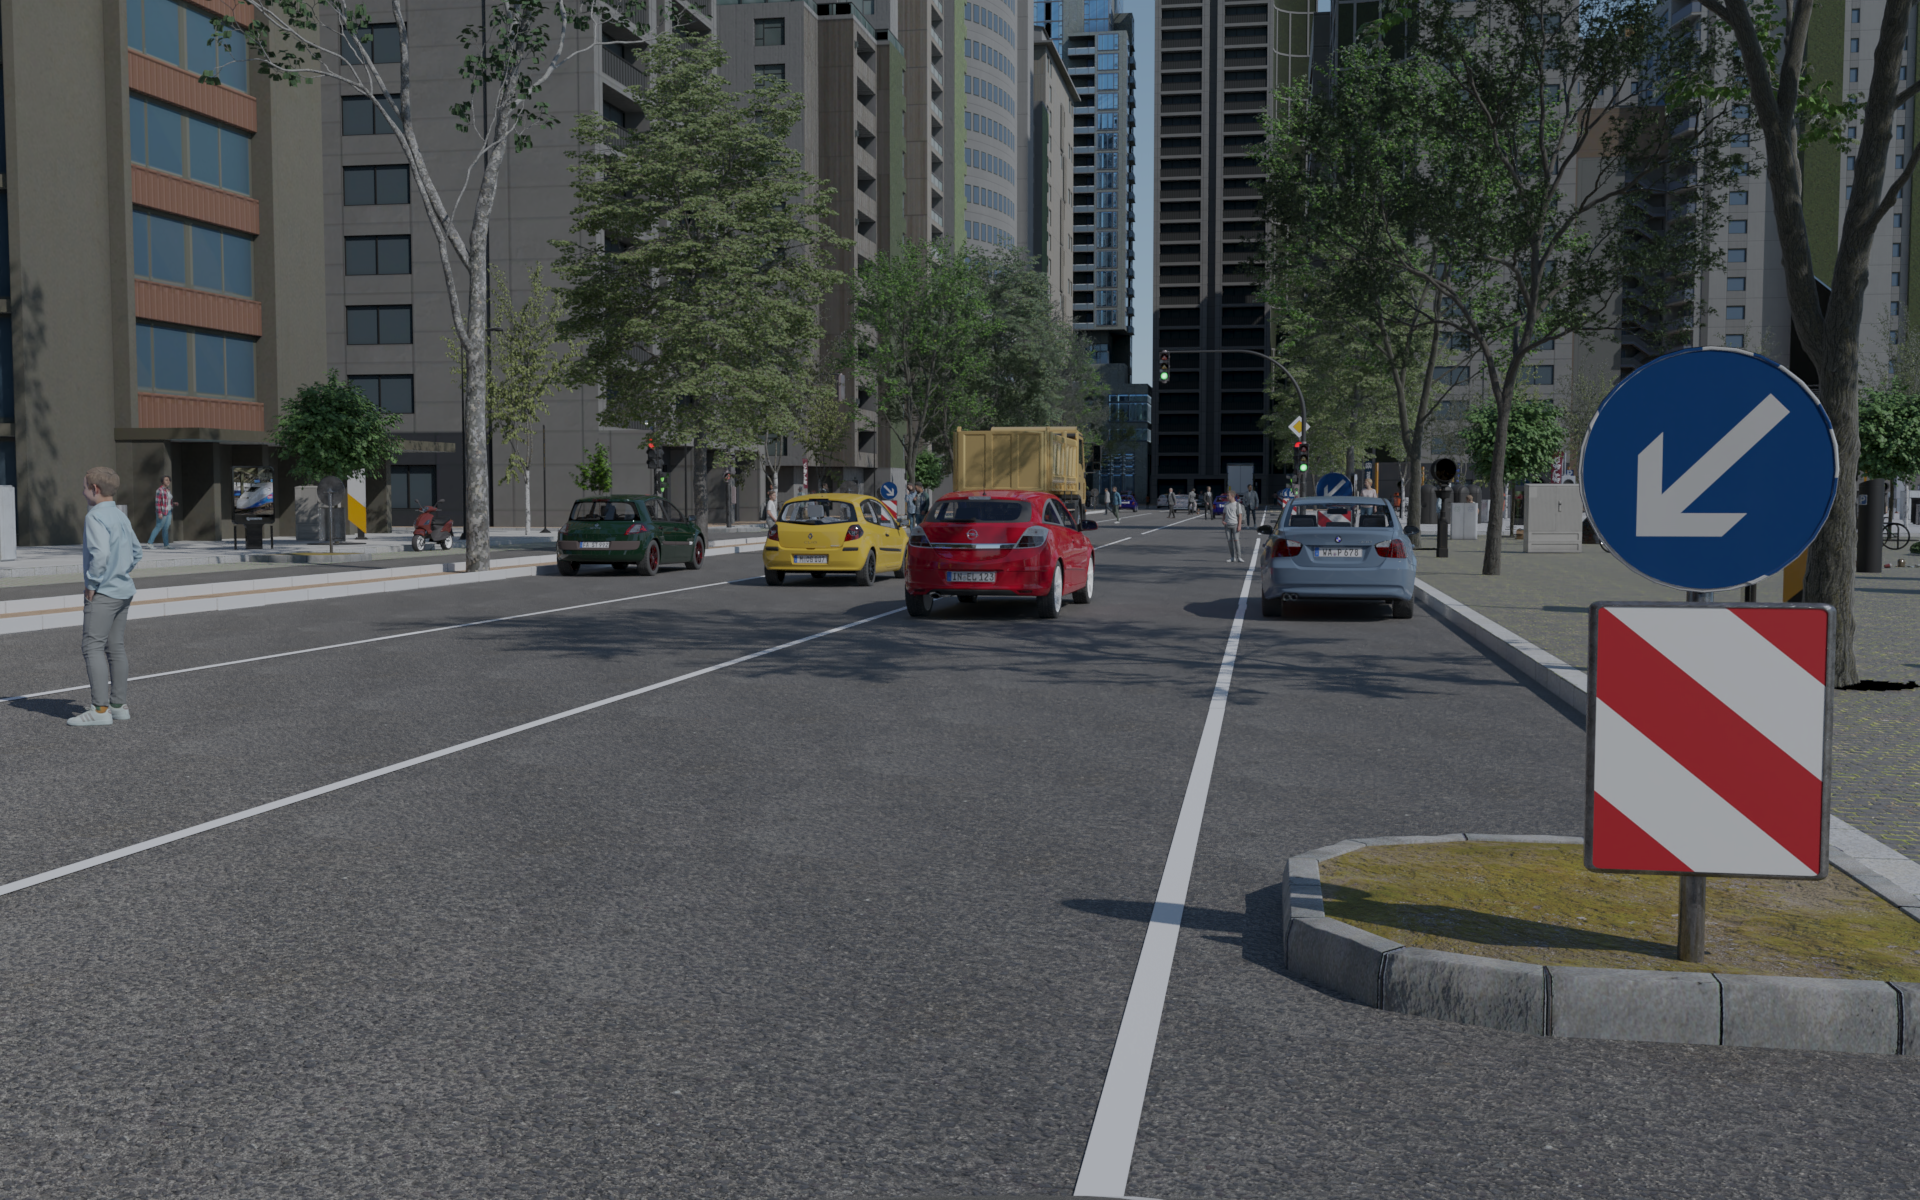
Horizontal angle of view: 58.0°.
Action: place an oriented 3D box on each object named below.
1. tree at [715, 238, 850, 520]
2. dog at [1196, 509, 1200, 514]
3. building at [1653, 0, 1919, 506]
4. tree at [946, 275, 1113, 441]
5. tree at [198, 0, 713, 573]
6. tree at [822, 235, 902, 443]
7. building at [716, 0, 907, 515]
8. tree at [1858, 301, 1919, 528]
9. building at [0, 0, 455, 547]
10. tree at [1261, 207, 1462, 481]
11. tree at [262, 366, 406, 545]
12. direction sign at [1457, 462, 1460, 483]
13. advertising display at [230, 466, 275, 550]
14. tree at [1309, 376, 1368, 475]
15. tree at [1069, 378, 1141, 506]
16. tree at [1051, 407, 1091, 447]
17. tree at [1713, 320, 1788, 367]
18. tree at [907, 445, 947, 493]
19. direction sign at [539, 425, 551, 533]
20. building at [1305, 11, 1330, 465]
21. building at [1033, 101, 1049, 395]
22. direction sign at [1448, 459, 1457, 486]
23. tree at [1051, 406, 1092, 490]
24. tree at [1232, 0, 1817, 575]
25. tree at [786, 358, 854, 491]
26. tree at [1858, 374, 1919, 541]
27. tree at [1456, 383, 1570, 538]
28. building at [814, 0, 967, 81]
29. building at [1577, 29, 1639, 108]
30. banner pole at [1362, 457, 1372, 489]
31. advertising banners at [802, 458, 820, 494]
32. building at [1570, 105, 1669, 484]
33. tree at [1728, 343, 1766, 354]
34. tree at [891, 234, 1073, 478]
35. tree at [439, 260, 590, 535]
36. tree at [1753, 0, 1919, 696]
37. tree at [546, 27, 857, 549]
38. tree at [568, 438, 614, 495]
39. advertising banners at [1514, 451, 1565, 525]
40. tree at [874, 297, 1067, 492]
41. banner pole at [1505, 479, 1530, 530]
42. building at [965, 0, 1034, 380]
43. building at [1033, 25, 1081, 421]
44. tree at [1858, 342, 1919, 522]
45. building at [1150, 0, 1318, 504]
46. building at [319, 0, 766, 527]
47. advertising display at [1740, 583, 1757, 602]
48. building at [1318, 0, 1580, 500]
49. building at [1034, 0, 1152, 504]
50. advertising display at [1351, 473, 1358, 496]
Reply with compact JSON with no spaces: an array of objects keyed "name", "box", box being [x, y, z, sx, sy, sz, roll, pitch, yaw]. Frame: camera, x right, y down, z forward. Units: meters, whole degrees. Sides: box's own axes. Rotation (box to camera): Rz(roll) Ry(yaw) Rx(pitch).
[{"name":"tree","box":[-5.223,-5.886,49.055,4.360,8.622,3.978,0,3,0]},{"name":"dog","box":[16.729,-6.248,122.345,0.748,0.427,0.550,-2,4,-30]},{"name":"building","box":[91.432,-39.639,190.093,28.212,58.520,21.231,1,4,10]},{"name":"tree","box":[3.407,-11.243,96.650,12.009,13.543,11.850,0,3,0]},{"name":"tree","box":[-9.716,-10.596,31.589,12.611,20.169,13.585,0,3,0]},{"name":"tree","box":[-1.864,-8.559,68.158,9.928,11.665,9.643,0,3,0]},{"name":"building","box":[-11.503,-20.315,103.851,14.160,30.474,14.107,1,4,10]},{"name":"tree","box":[35.555,-7.020,65.141,4.360,8.622,3.978,0,3,0]},{"name":"building","box":[-33.239,-24.162,49.670,28.867,44.769,22.147,1,4,10]},{"name":"tree","box":[15.698,-9.143,67.621,7.486,12.596,7.792,0,3,0]},{"name":"tree","box":[-15.972,-3.689,44.031,4.285,4.588,4.351,0,3,0]},{"name":"direction sign","box":[35.273,-8.040,123.443,0.876,3.537,0.379,-2,4,-30]},{"name":"advertising display","box":[-16.365,-2.133,40.096,0.974,1.923,0.123,-3,5,-45]},{"name":"tree","box":[22.067,-9.236,101.374,4.737,8.622,4.395,0,3,0]},{"name":"tree","box":[9.159,-11.624,126.917,8.767,10.594,7.601,1,4,10]},{"name":"tree","box":[6.773,-10.001,116.332,4.360,8.622,3.978,0,3,0]},{"name":"tree","box":[33.728,-7.587,74.411,4.360,8.622,3.978,0,3,0]},{"name":"tree","box":[-2.234,-7.991,114.363,4.285,4.588,4.351,0,3,0]},{"name":"direction sign","box":[-13.687,-3.980,57.065,0.379,3.537,0.876,-1,4,-11]},{"name":"building","box":[44.476,-33.238,167.135,21.300,48.544,21.600,1,4,10]},{"name":"building","box":[1.149,-30.128,176.185,14.154,41.232,14.086,1,4,10]},{"name":"direction sign","box":[31.787,-7.389,112.801,0.379,3.537,0.876,3,5,43]},{"name":"tree","box":[7.409,-10.282,120.932,4.737,8.622,4.395,0,3,0]},{"name":"tree","box":[8.315,-5.653,26.835,8.767,10.594,7.601,1,4,16]},{"name":"tree","box":[-7.418,-8.641,91.636,4.737,8.622,4.395,0,3,0]},{"name":"tree","box":[25.512,-3.897,47.426,4.285,4.588,4.351,0,3,0]},{"name":"tree","box":[16.337,-4.137,51.361,4.285,4.588,4.351,0,3,0]},{"name":"building","box":[-7.595,-27.011,125.231,14.154,41.232,14.086,1,4,10]},{"name":"building","box":[75.660,-41.603,222.208,28.212,58.520,21.231,1,4,10]},{"name":"banner pole","box":[27.038,-7.666,115.349,0.863,3.779,0.401,1,4,19]},{"name":"advertising banners","box":[-7.266,-5.472,85.663,0.090,3.025,2.074,2,4,26]},{"name":"building","box":[71.066,-33.453,197.066,14.200,45.320,14.600,1,4,10]},{"name":"tree","box":[38.235,-8.222,84.800,4.737,8.622,4.395,0,3,0]},{"name":"tree","box":[1.173,-10.810,85.848,9.857,13.997,8.962,0,3,0]},{"name":"tree","box":[-13.750,-6.331,53.867,4.737,8.622,4.395,0,3,0]},{"name":"tree","box":[5.647,-5.225,11.184,9.928,11.665,9.643,0,3,0]},{"name":"tree","box":[-6.425,-7.470,42.717,7.486,12.596,7.792,0,3,0]},{"name":"tree","box":[-12.241,-3.940,59.021,1.663,3.219,1.824,0,3,0]},{"name":"advertising banners","box":[23.560,-4.556,70.682,2.074,3.025,0.090,2,4,27]},{"name":"tree","box":[-0.089,-8.562,76.861,8.767,10.594,7.601,1,4,10]},{"name":"banner pole","box":[21.434,-4.684,66.593,0.863,3.779,0.401,-1,4,-17]},{"name":"building","box":[-5.716,-37.519,155.437,21.231,58.520,28.212,1,4,10]},{"name":"building","box":[-1.143,-37.567,203.466,27.495,52.752,28.713,1,4,10]},{"name":"tree","box":[44.161,-7.990,80.993,4.737,8.622,4.395,0,3,0]},{"name":"building","box":[36.360,-48.325,228.368,20.611,71.187,20.563,1,4,10]},{"name":"building","box":[-19.906,-39.004,75.973,20.563,71.187,20.611,1,4,10]},{"name":"advertising display","box":[8.182,-0.778,17.933,0.123,1.923,0.974,1,4,18]},{"name":"building","box":[39.561,-43.271,145.727,20.563,71.187,20.611,1,4,10]},{"name":"building","box":[10.511,-56.293,233.062,31.000,86.520,22.319,1,4,10]},{"name":"advertising display","box":[12.082,-2.931,53.138,0.123,1.923,0.974,1,4,18]}]
